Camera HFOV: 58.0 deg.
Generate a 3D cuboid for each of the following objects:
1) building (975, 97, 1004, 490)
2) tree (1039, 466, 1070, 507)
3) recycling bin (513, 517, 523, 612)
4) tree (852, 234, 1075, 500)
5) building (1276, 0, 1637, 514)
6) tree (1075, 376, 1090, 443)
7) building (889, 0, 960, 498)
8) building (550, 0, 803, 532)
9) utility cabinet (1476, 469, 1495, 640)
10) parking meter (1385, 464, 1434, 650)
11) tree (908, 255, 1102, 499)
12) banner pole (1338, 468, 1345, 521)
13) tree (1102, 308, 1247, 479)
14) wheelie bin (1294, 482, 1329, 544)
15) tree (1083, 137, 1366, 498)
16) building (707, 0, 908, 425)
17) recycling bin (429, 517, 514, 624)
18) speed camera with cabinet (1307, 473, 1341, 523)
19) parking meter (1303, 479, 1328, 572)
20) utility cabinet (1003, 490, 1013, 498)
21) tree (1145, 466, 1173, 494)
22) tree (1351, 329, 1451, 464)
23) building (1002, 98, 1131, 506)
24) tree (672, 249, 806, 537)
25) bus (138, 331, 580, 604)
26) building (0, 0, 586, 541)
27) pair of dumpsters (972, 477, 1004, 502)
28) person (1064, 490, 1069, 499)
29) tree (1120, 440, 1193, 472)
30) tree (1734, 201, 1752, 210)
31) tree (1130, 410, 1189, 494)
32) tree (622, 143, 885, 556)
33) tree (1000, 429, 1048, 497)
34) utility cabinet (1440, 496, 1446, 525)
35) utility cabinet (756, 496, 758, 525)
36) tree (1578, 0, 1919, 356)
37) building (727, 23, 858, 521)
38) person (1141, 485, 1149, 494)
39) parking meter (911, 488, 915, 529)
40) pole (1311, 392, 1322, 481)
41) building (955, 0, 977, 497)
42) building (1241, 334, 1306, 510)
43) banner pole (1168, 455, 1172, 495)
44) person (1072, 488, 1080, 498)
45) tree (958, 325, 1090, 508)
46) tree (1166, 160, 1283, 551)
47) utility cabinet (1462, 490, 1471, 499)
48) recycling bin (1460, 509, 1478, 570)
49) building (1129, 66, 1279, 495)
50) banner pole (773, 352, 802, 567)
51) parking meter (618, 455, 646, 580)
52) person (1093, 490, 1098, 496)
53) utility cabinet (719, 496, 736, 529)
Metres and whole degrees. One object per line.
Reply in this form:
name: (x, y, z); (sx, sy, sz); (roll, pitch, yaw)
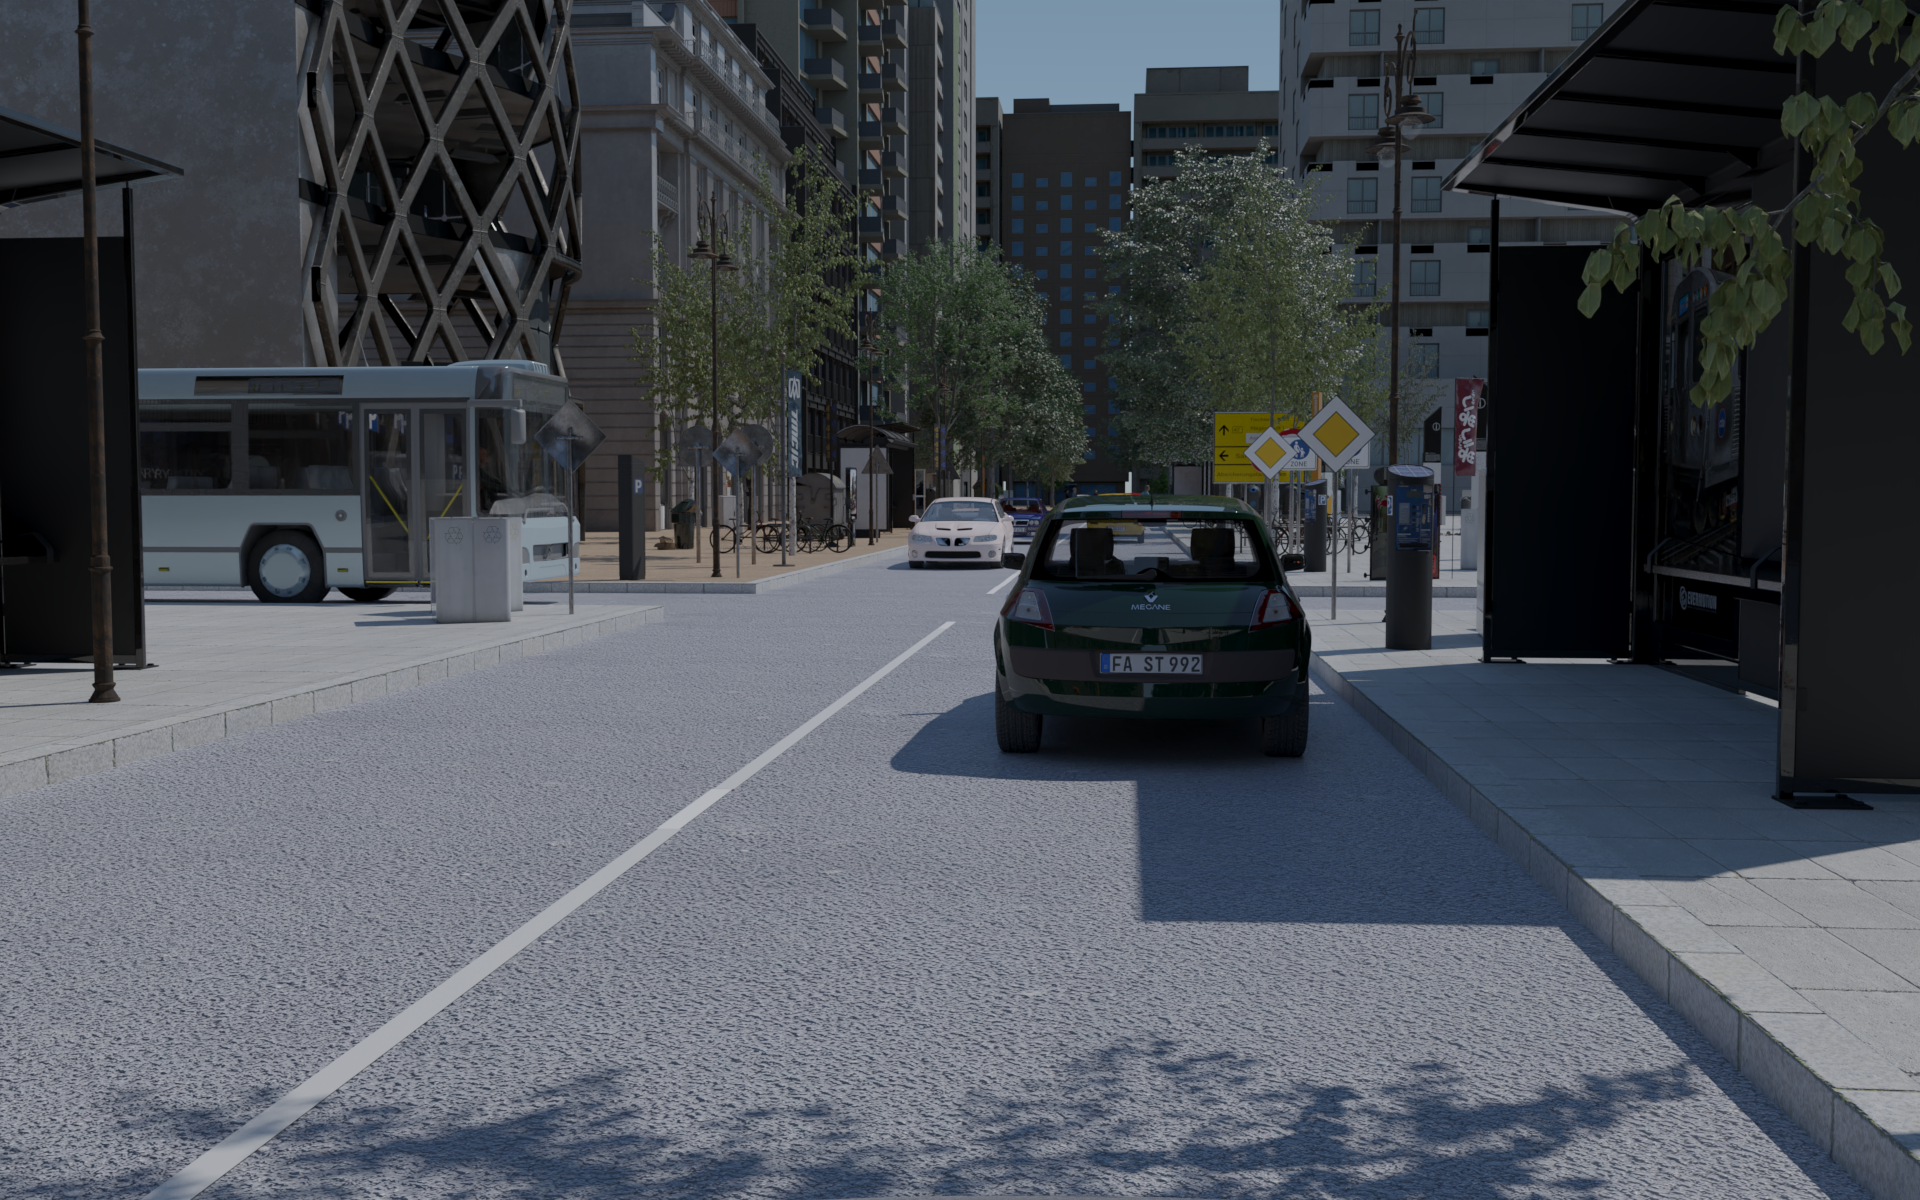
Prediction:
building: (-5.201, -35.479, 203.776); (21.600, 48.544, 21.300); (0, 4, 5)
tree: (9.570, -11.894, 178.172); (4.285, 4.588, 4.351); (0, 3, 0)
recycling bin: (-5.264, -0.386, 18.858); (0.722, 1.027, 0.722); (2, 4, 28)
tree: (-0.805, -8.785, 69.394); (9.928, 11.665, 9.643); (0, 3, 0)
building: (37.235, -32.629, 122.718); (28.713, 52.752, 27.495); (0, 4, 5)
tree: (5.340, -12.059, 122.920); (9.928, 11.665, 9.643); (0, 3, 0)
building: (-7.672, -27.836, 138.705); (14.154, 41.232, 14.086); (0, 4, 5)
building: (-15.086, -13.971, 70.231); (13.314, 21.916, 24.055); (0, 4, 5)
utility cabinet: (4.788, -0.406, 15.320); (0.318, 1.500, 1.173); (1, 4, 12)
parking meter: (3.725, -0.363, 14.345); (0.372, 1.533, 0.369); (0, 3, 0)
tree: (1.588, -10.174, 83.358); (9.611, 12.733, 9.660); (0, 3, 0)
banner pole: (18.218, -5.683, 82.927); (0.401, 3.779, 0.863); (3, 5, 44)
tree: (12.601, -11.192, 100.004); (9.611, 12.733, 9.660); (0, 3, 0)
wheelie bin: (9.086, -2.258, 44.826); (0.980, 1.594, 0.693); (2, 4, 35)
tree: (9.352, -9.460, 61.330); (9.857, 13.997, 8.962); (0, 3, 0)
building: (-15.398, -28.272, 116.868); (22.147, 44.769, 28.867); (0, 4, 5)
recycling bin: (-4.961, -0.305, 17.545); (0.722, 1.027, 0.722); (-1, 4, -21)
speed camera with cabinet: (15.971, -4.995, 76.009); (0.660, 3.252, 2.038); (3, 5, 42)
parking meter: (5.860, -1.232, 28.551); (0.372, 1.533, 0.369); (0, 3, 0)
utility cabinet: (2.651, -5.631, 100.753); (0.318, 1.500, 1.173); (2, 4, 32)
tree: (13.583, -7.446, 116.337); (1.663, 3.219, 1.824); (0, 3, 0)
tree: (19.464, -7.727, 76.701); (4.360, 8.622, 3.978); (0, 3, 0)
building: (12.404, -33.575, 199.062); (14.200, 45.320, 14.600); (0, 4, 5)
tree: (-6.555, -6.200, 51.727); (4.360, 8.622, 3.978); (0, 3, 0)
bus: (-10.877, -1.688, 22.462); (13.247, 3.499, 2.948); (0, 4, 6)
building: (-18.459, -10.763, 43.427); (16.820, 18.784, 16.811); (0, 4, 5)
pair of dumpsters: (1.490, -5.618, 94.342); (1.574, 2.255, 4.437); (0, 4, 5)
person: (7.290, -6.559, 116.563); (0.721, 1.723, 1.217); (1, 4, 8)
tree: (17.386, -13.128, 149.060); (7.601, 10.594, 8.767); (2, 4, 27)
tree: (22.227, -7.317, 45.396); (9.928, 11.665, 9.643); (0, 3, 0)
tree: (16.316, -13.021, 138.642); (9.928, 11.665, 9.643); (0, 3, 0)
tree: (-3.719, -5.232, 35.898); (4.737, 8.622, 4.395); (0, 3, 0)
tree: (4.338, -9.957, 113.156); (4.360, 8.622, 3.978); (0, 3, 0)
utility cabinet: (19.611, -3.703, 71.703); (0.306, 1.237, 1.020); (-3, 4, -38)
utility cabinet: (-7.527, -3.188, 63.289); (0.306, 1.237, 1.020); (0, 4, -6)
tree: (3.154, -3.284, 4.049); (4.737, 8.622, 4.395); (0, 3, 0)
building: (-12.658, -15.937, 90.251); (12.332, 23.373, 15.834); (0, 4, 5)
person: (7.357, -3.673, 68.897); (0.444, 1.785, 0.601); (-2, 4, -31)
parking meter: (-2.011, -3.577, 66.890); (0.372, 1.533, 0.369); (0, 3, 0)
pole: (7.155, -2.505, 34.794); (0.158, 3.312, 0.155); (0, 3, 0)
building: (-9.524, -44.076, 158.888); (20.611, 71.187, 20.563); (0, 4, 5)
building: (39.118, -18.760, 151.764); (27.650, 21.520, 28.899); (0, 4, 5)
banner pole: (11.085, -6.197, 91.334); (0.401, 3.779, 0.863); (0, 4, -8)
person: (6.654, -5.546, 99.349); (0.590, 1.801, 0.661); (1, 4, 11)
tree: (2.559, -11.202, 101.278); (7.486, 12.596, 7.792); (0, 3, 0)
tree: (7.350, -5.411, 38.832); (4.737, 8.622, 4.395); (0, 3, 0)
utility cabinet: (28.450, -5.343, 96.032); (1.173, 1.500, 0.318); (1, 4, 19)
recycling bin: (8.963, -1.028, 29.363); (0.722, 1.027, 0.722); (3, 5, 40)
building: (30.503, -35.260, 200.196); (21.600, 48.544, 21.300); (0, 4, 5)
banner pole: (-3.025, -2.498, 30.860); (0.401, 3.779, 0.863); (2, 4, 26)
parking meter: (-4.900, -1.234, 25.880); (0.255, 1.863, 0.399); (2, 4, 24)
person: (12.182, -8.906, 154.638); (1.217, 1.766, 0.721); (2, 4, 24)
utility cabinet: (-8.597, -3.253, 64.341); (0.306, 1.237, 1.020); (2, 4, 29)
